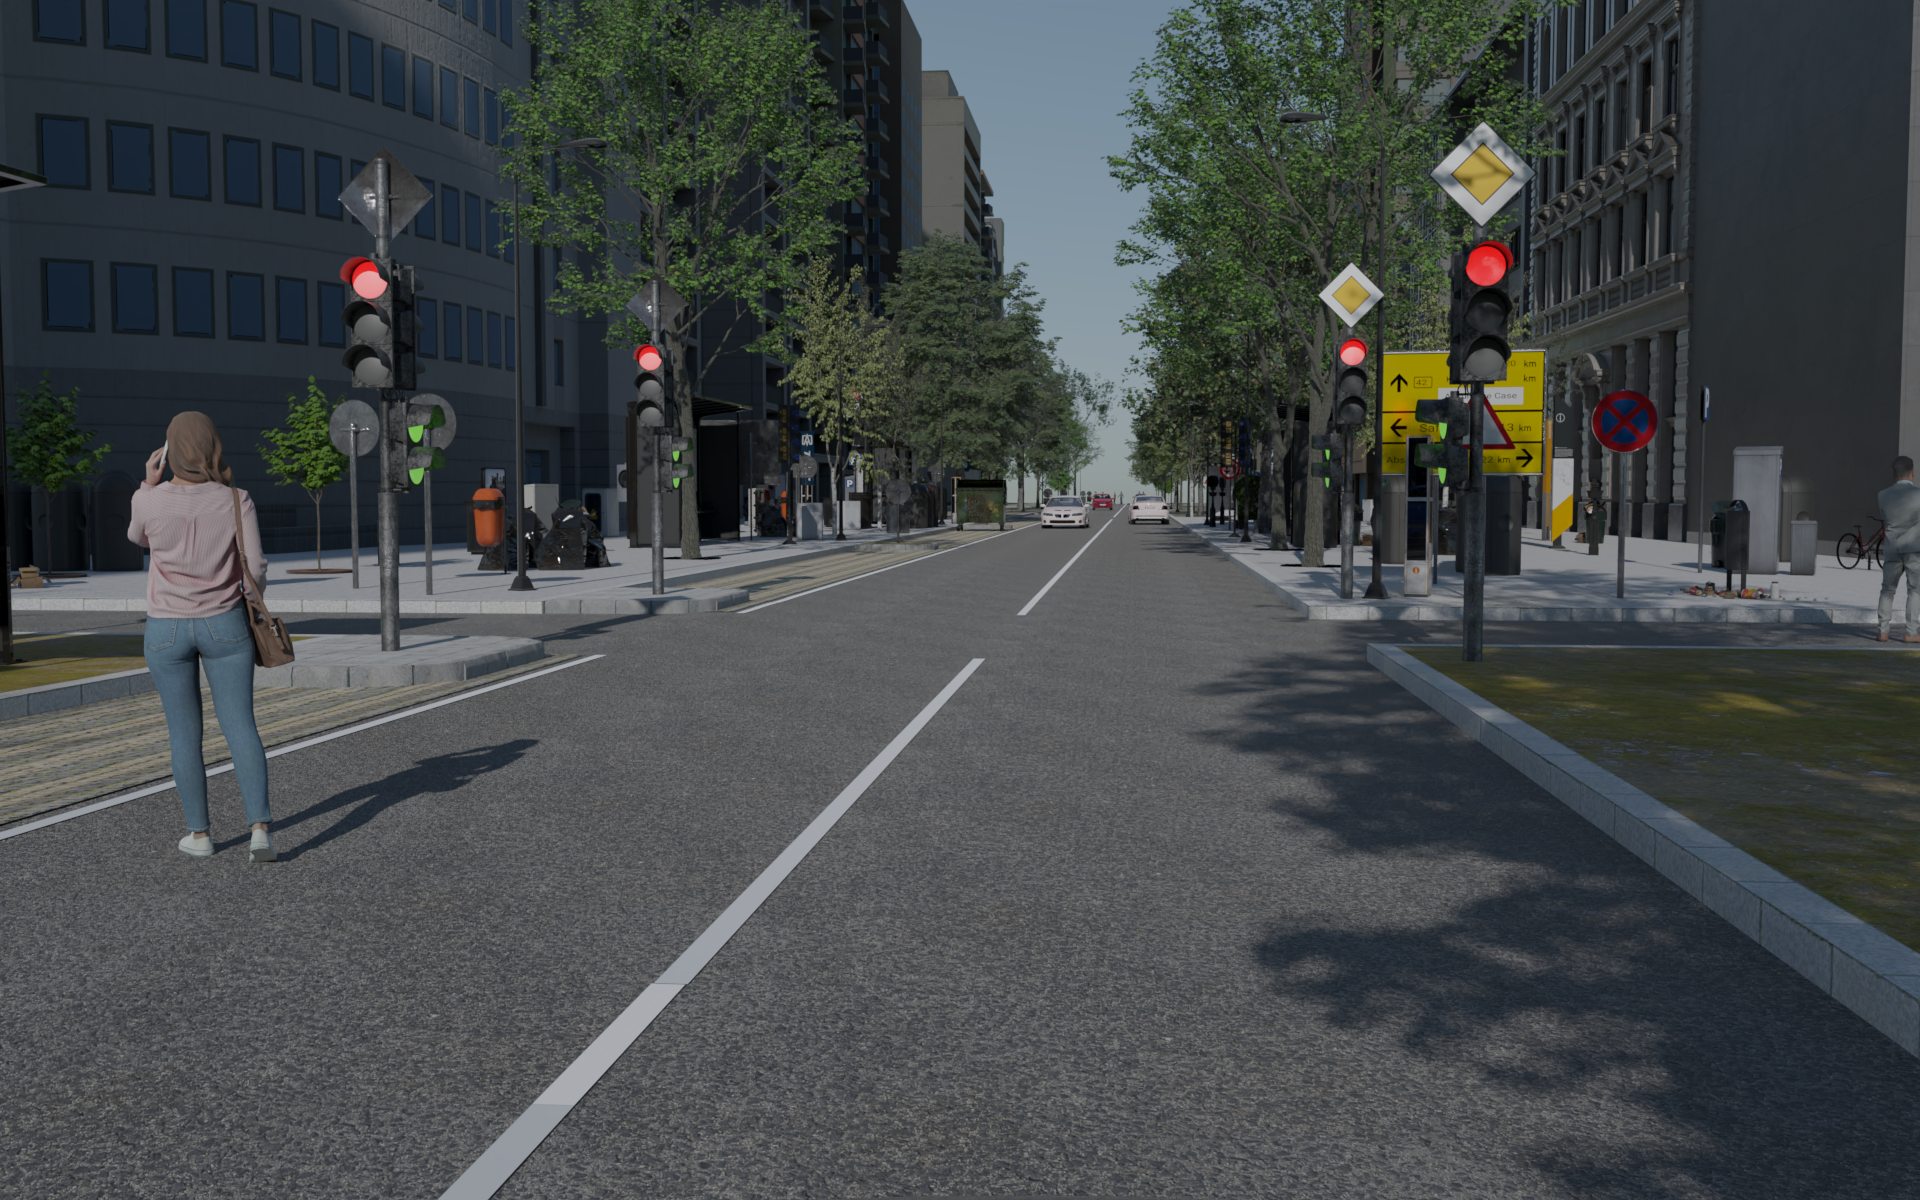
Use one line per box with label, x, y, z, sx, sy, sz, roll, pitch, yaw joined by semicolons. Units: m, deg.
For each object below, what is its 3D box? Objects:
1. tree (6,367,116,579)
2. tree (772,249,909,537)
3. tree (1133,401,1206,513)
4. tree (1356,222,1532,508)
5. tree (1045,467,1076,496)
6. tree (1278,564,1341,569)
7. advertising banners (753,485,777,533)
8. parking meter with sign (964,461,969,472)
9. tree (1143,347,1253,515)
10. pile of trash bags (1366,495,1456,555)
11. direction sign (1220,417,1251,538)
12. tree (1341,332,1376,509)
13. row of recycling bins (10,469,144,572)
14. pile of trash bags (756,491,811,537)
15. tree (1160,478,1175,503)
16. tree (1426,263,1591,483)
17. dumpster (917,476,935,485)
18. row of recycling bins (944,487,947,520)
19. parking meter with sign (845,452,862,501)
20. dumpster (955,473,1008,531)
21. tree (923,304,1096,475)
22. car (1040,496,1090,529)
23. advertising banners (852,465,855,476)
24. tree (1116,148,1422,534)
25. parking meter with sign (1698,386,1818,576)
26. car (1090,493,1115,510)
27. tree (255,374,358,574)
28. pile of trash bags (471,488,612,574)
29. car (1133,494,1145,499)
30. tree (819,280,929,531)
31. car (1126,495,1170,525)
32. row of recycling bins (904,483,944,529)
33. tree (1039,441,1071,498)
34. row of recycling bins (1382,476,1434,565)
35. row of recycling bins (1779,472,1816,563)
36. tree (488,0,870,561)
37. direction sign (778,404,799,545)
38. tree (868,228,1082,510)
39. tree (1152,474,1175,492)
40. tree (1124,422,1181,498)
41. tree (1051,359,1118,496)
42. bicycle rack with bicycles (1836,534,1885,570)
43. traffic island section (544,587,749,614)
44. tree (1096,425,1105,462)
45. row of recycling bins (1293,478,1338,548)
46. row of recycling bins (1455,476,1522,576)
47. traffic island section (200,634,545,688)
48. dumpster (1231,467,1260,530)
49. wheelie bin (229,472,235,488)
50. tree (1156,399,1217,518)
tree;-13.887;-1.958;26.620;1.663;3.219;1.824;0;3;0
tree;-3.718;-6.205;51.810;4.737;8.622;4.395;0;3;0
tree;17.425;-12.427;137.596;8.767;10.594;7.601;2;4;29
tree;13.074;-5.870;46.341;4.737;8.622;4.395;0;3;0
tree;11.133;-12.724;191.755;4.285;4.588;4.351;0;3;0
tree;6.390;-6.382;30.104;9.928;11.665;9.643;0;3;0
advertising banners;-6.523;-3.804;58.377;0.090;3.025;2.074;1;4;17
parking meter with sign;0.401;-5.927;93.172;0.543;3.016;1.738;1;4;13
tree;15.043;-11.421;104.852;7.486;12.596;7.792;0;3;0
pile of trash bags;9.879;-1.706;37.649;1.912;1.369;3.447;0;4;6
direction sign;8.133;-3.621;51.195;0.876;3.537;0.379;0;4;3
tree;14.386;-7.029;65.284;4.360;8.622;3.978;0;3;0
row of recycling bins;-15.434;-1.343;29.074;3.534;1.692;1.069;0;4;7
pile of trash bags;-5.302;-2.650;53.086;1.912;1.369;3.447;0;4;-7
tree;29.214;-15.520;248.353;1.663;3.219;1.824;0;3;0
tree;17.002;-6.315;53.616;4.360;8.622;3.978;0;3;0
dumpster;-1.945;-5.423;91.160;1.502;2.255;1.985;0;4;6
row of recycling bins;-1.152;-4.883;86.948;1.069;1.692;3.534;0;4;4
parking meter with sign;-4.468;-4.571;71.000;0.543;3.016;1.738;1;4;10
dumpster;0.815;-3.757;66.381;1.985;2.255;1.502;0;4;6
tree;2.110;-12.282;111.177;12.009;13.543;11.850;0;3;0
car;4.480;-3.727;73.302;2.083;1.381;4.827;0;4;7
advertising banners;-5.020;-6.030;94.778;2.074;3.025;0.090;-2;4;-30
tree;9.977;-8.510;56.153;9.611;12.733;9.660;0;3;0
parking meter with sign;12.739;-1.919;27.644;1.738;3.016;0.543;2;4;30
car;12.698;-8.892;154.425;2.155;1.783;4.494;0;4;4
tree;-10.544;-2.045;28.032;1.663;3.219;1.824;0;3;0
pile of trash bags;-7.274;-1.189;29.191;1.912;1.369;3.447;1;4;10
car;23.705;-13.357;227.426;2.155;1.783;4.494;0;4;6
tree;-2.790;-6.659;59.240;4.360;8.622;3.978;0;3;0
car;8.963;-4.277;82.293;2.083;1.381;4.827;0;4;4
row of recycling bins;-1.503;-3.588;65.773;1.069;1.692;3.534;1;4;9
tree;8.605;-13.546;171.844;4.360;8.622;3.978;0;3;0
row of recycling bins;8.545;-1.590;33.115;1.069;1.692;3.534;1;4;15
row of recycling bins;16.049;-1.646;34.031;1.069;1.692;3.534;1;4;18
tree;-5.449;-6.601;33.688;9.928;11.665;9.643;0;3;0
direction sign;-4.350;-3.185;44.066;0.379;3.537;0.876;2;4;30
tree;0.033;-10.761;82.591;9.857;13.997;8.962;0;3;0
tree;28.329;-15.733;240.951;4.285;4.588;4.351;0;3;0
tree;25.260;-18.913;215.877;9.857;13.997;8.962;0;3;0
tree;15.976;-23.532;240.643;12.611;20.169;13.585;0;3;0
bicycle rack with bicycles;16.197;-0.911;28.284;2.852;0.926;2.925;0;4;-3
traffic island section;-3.877;0.008;22.146;2.009;0.180;2.903;0;4;6
tree;13.602;-19.135;223.232;12.009;13.543;11.850;0;3;0
row of recycling bins;8.661;-2.166;42.527;1.069;1.692;3.534;0;4;8
row of recycling bins;8.743;-1.324;28.760;1.069;1.692;3.534;1;4;15
traffic island section;-4.684;0.494;14.201;2.009;0.180;2.903;0;4;6
dumpster;10.618;-3.707;63.101;1.502;2.255;1.985;0;4;6
wheelie bin;-10.219;-0.953;23.490;0.980;1.594;0.693;-2;4;-33
tree;12.717;-8.723;92.981;4.360;8.622;3.978;0;3;0
